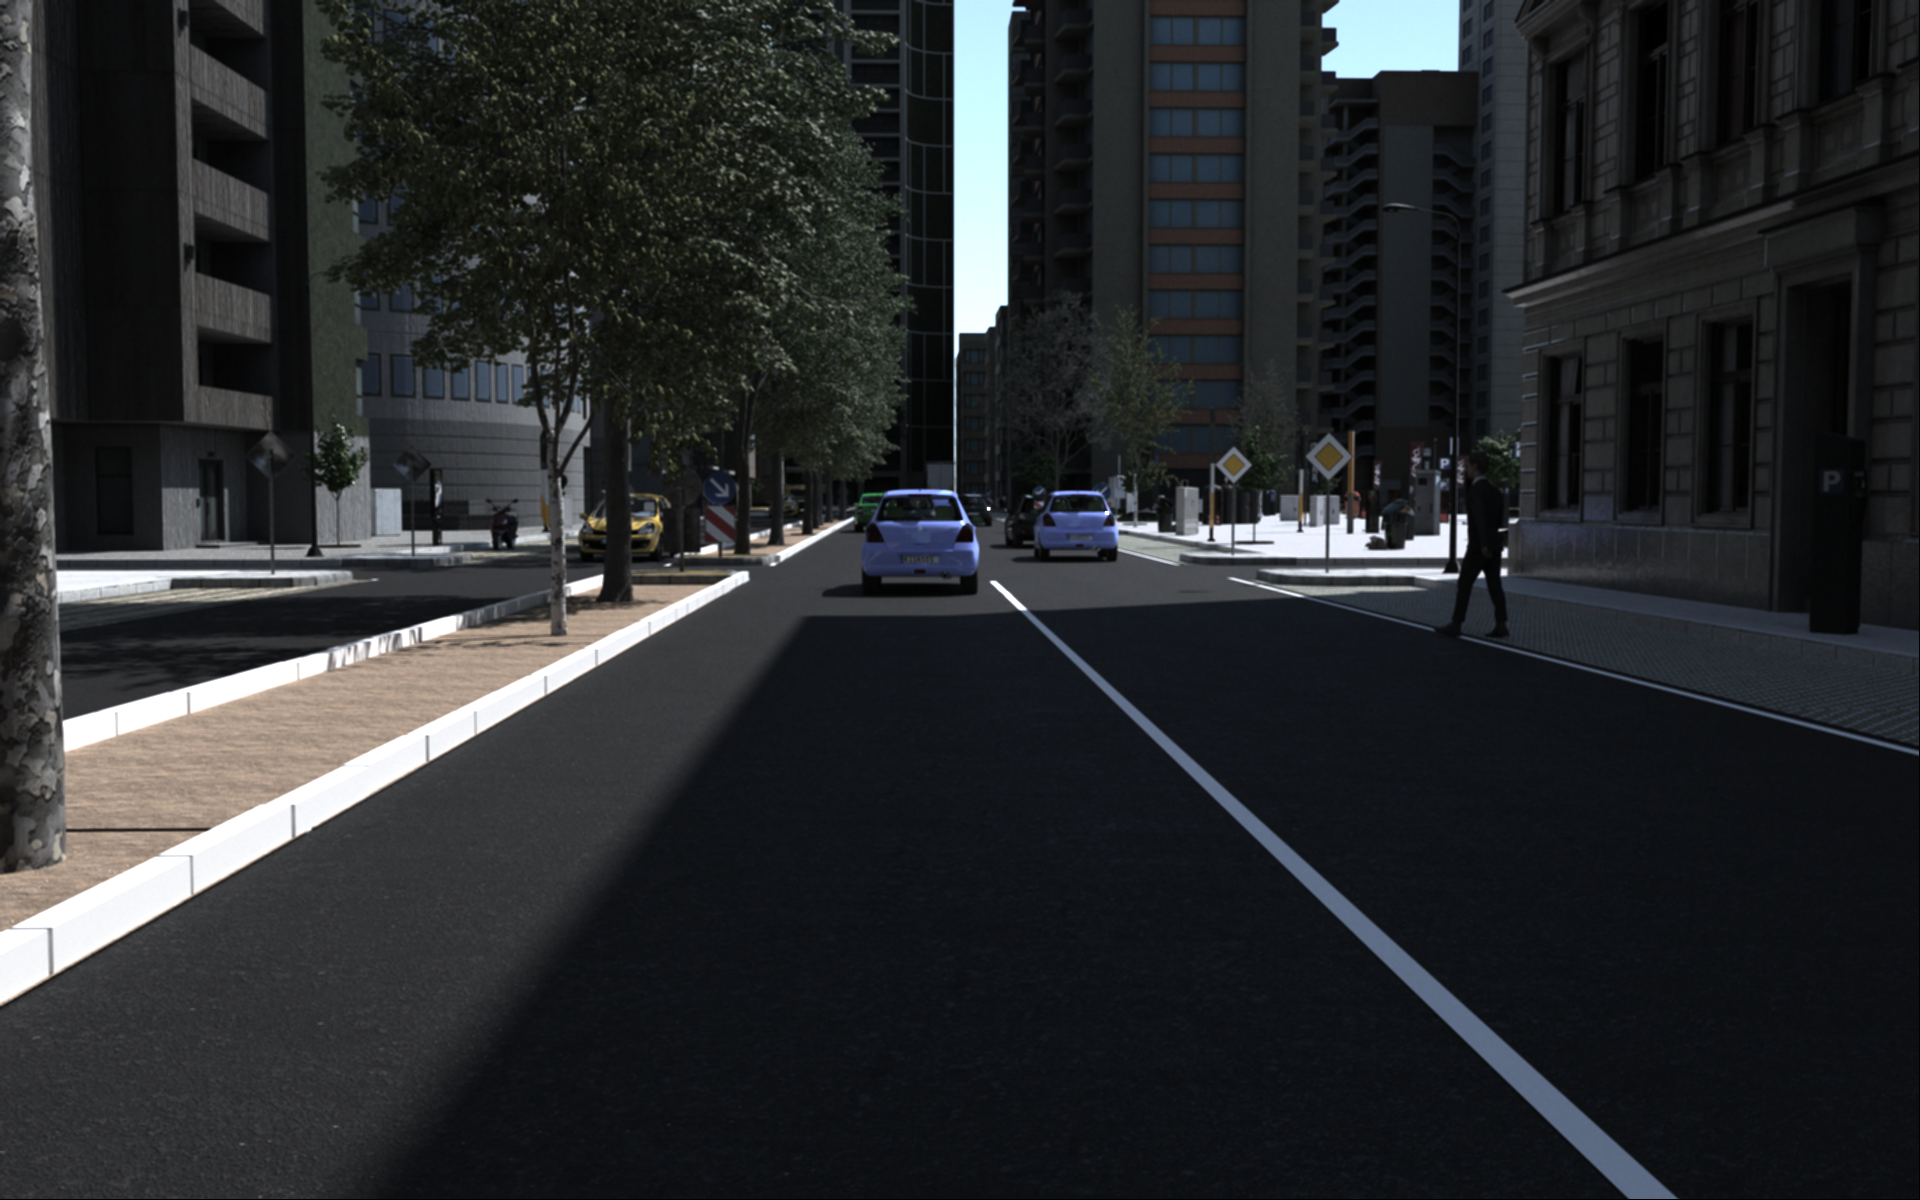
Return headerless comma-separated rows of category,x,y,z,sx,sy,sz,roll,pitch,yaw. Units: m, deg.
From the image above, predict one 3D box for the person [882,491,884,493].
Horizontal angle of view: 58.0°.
person,-7.991,-10.376,178.860,1.217,1.743,0.721,-1,4,-19

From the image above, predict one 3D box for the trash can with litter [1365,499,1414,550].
trash can with litter,9.936,-1.755,40.084,1.055,1.170,0.624,-2,4,-31

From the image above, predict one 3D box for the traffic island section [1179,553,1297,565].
traffic island section,5.720,-0.851,36.197,2.009,0.180,2.903,0,4,-2

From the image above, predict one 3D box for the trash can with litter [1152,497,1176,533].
trash can with litter,6.968,-2.835,57.746,1.055,1.170,0.624,-3,5,-40

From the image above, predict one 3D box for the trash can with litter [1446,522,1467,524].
trash can with litter,21.856,-3.858,74.136,2.233,1.210,1.678,0,4,1

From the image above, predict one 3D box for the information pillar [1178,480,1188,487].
information pillar,11.758,-5.281,90.830,0.304,2.012,0.304,0,4,-7

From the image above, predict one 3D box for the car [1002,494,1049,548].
car,2.197,-2.300,47.392,2.009,1.686,4.222,0,4,-3

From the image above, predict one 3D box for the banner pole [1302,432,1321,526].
banner pole,14.194,-4.893,70.019,0.863,3.779,0.401,2,4,30

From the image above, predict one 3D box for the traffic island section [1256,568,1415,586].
traffic island section,5.999,-0.363,28.217,2.009,0.180,2.903,0,4,-2

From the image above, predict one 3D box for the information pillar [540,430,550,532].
information pillar,-13.994,-4.097,58.337,0.183,3.616,0.504,-2,4,-34

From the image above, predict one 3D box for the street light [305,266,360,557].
street light,-12.683,-3.840,35.319,1.470,5.913,1.316,0,4,-2

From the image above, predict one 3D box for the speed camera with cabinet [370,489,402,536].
speed camera with cabinet,-17.992,-3.561,52.555,0.660,3.252,2.038,3,4,37

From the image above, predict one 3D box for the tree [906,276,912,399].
tree,-5.281,-7.844,48.837,7.486,12.596,7.792,0,3,0

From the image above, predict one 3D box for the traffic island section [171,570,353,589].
traffic island section,-10.983,-0.327,27.630,2.009,0.180,2.903,0,4,-2

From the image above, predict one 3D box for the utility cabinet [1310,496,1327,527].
utility cabinet,13.987,-3.469,67.878,0.306,1.237,1.020,2,4,27

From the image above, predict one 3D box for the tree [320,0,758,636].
tree,-3.999,-3.924,16.982,4.737,8.622,4.395,0,3,0

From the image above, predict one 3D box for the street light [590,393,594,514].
street light,-13.915,-5.836,67.952,1.470,5.913,1.316,0,4,-2

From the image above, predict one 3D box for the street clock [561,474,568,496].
street clock,-14.221,-3.492,61.666,0.471,2.002,0.358,0,4,4

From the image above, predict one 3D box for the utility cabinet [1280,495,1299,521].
utility cabinet,15.781,-4.366,82.550,1.020,1.237,0.306,1,4,8

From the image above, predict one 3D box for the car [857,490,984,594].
car,-0.598,-1.010,26.101,1.945,1.707,3.694,0,4,-1

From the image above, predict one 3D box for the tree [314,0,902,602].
tree,-4.669,-6.266,23.042,7.486,12.596,7.792,0,3,0

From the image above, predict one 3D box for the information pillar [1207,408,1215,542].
information pillar,6.815,-3.391,46.802,0.183,3.616,0.504,0,4,4

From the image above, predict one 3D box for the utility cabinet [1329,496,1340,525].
utility cabinet,15.464,-3.772,72.830,1.020,1.237,0.306,-1,4,-20

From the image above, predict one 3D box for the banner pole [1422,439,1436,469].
banner pole,21.404,-5.436,78.903,0.401,3.779,0.863,-3,5,-44

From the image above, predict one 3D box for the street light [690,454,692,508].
street light,-15.015,-7.805,100.151,1.470,5.913,1.316,0,4,-2

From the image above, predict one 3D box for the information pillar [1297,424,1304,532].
information pillar,11.444,-4.083,58.113,0.183,3.616,0.504,0,4,4

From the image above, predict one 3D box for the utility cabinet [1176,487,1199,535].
utility cabinet,7.102,-2.774,54.034,0.318,1.500,1.173,2,4,30

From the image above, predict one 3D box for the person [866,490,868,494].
person,-9.947,-10.866,186.182,1.348,1.821,0.705,1,4,15

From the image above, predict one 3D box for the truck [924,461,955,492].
truck,-1.801,-10.054,153.301,2.839,4.237,11.283,0,4,-1

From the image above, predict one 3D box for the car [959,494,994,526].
car,0.555,-4.203,78.505,2.009,1.686,4.222,0,4,-1

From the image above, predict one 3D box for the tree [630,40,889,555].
tree,-4.902,-6.806,39.491,9.928,11.665,9.643,0,3,0

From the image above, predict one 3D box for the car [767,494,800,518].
car,-10.659,-5.789,104.879,2.015,1.641,3.980,0,4,-3

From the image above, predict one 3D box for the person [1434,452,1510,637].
person,5.129,-0.550,17.264,0.659,1.850,0.755,-3,5,-42

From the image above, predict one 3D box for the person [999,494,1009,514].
person,3.167,-6.886,124.271,0.799,1.438,0.628,0,4,7

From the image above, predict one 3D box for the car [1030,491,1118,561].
car,2.519,-1.753,38.248,1.945,1.707,3.694,0,4,0

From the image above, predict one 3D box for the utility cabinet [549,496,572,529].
utility cabinet,-14.653,-3.202,63.518,0.306,1.237,1.020,2,4,26

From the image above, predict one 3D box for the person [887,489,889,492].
person,-5.928,-8.107,140.911,0.709,1.838,0.599,3,4,36

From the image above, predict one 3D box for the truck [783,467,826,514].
truck,-11.215,-7.892,124.962,3.469,3.379,9.791,0,4,-2

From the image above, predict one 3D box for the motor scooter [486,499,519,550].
motor scooter,-11.716,-1.942,44.526,0.815,1.314,1.986,0,4,-1

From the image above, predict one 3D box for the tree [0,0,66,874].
tree,-4.920,-9.084,6.869,12.611,20.169,13.585,0,3,0

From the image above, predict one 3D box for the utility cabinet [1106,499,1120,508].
utility cabinet,9.613,-6.158,109.369,1.173,1.500,0.318,-3,5,-41

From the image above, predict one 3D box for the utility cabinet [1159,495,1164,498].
utility cabinet,10.637,-5.095,94.471,1.020,1.237,0.306,2,4,35

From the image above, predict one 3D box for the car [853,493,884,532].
car,-3.117,-3.518,66.309,1.959,1.807,4.718,0,4,-2

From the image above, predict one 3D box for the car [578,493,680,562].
car,-7.210,-1.699,38.002,2.015,1.641,3.980,0,4,0

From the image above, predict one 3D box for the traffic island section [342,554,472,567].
traffic island section,-11.262,-0.815,35.610,2.009,0.180,2.903,0,4,-2

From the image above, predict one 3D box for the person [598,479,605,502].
person,-8.567,-2.051,42.135,0.767,1.812,0.694,0,4,-5

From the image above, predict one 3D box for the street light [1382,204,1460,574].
street light,7.457,-3.387,27.926,1.470,5.913,1.316,0,4,-2

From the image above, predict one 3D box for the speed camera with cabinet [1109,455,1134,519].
speed camera with cabinet,8.611,-5.763,88.563,2.038,3.252,0.660,-2,4,-27

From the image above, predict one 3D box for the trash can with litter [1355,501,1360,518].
trash can with litter,21.475,-5.002,93.164,0.624,1.170,1.055,-3,5,-41

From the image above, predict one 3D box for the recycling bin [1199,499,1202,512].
recycling bin,12.645,-4.826,91.451,0.722,1.027,0.722,3,5,41
